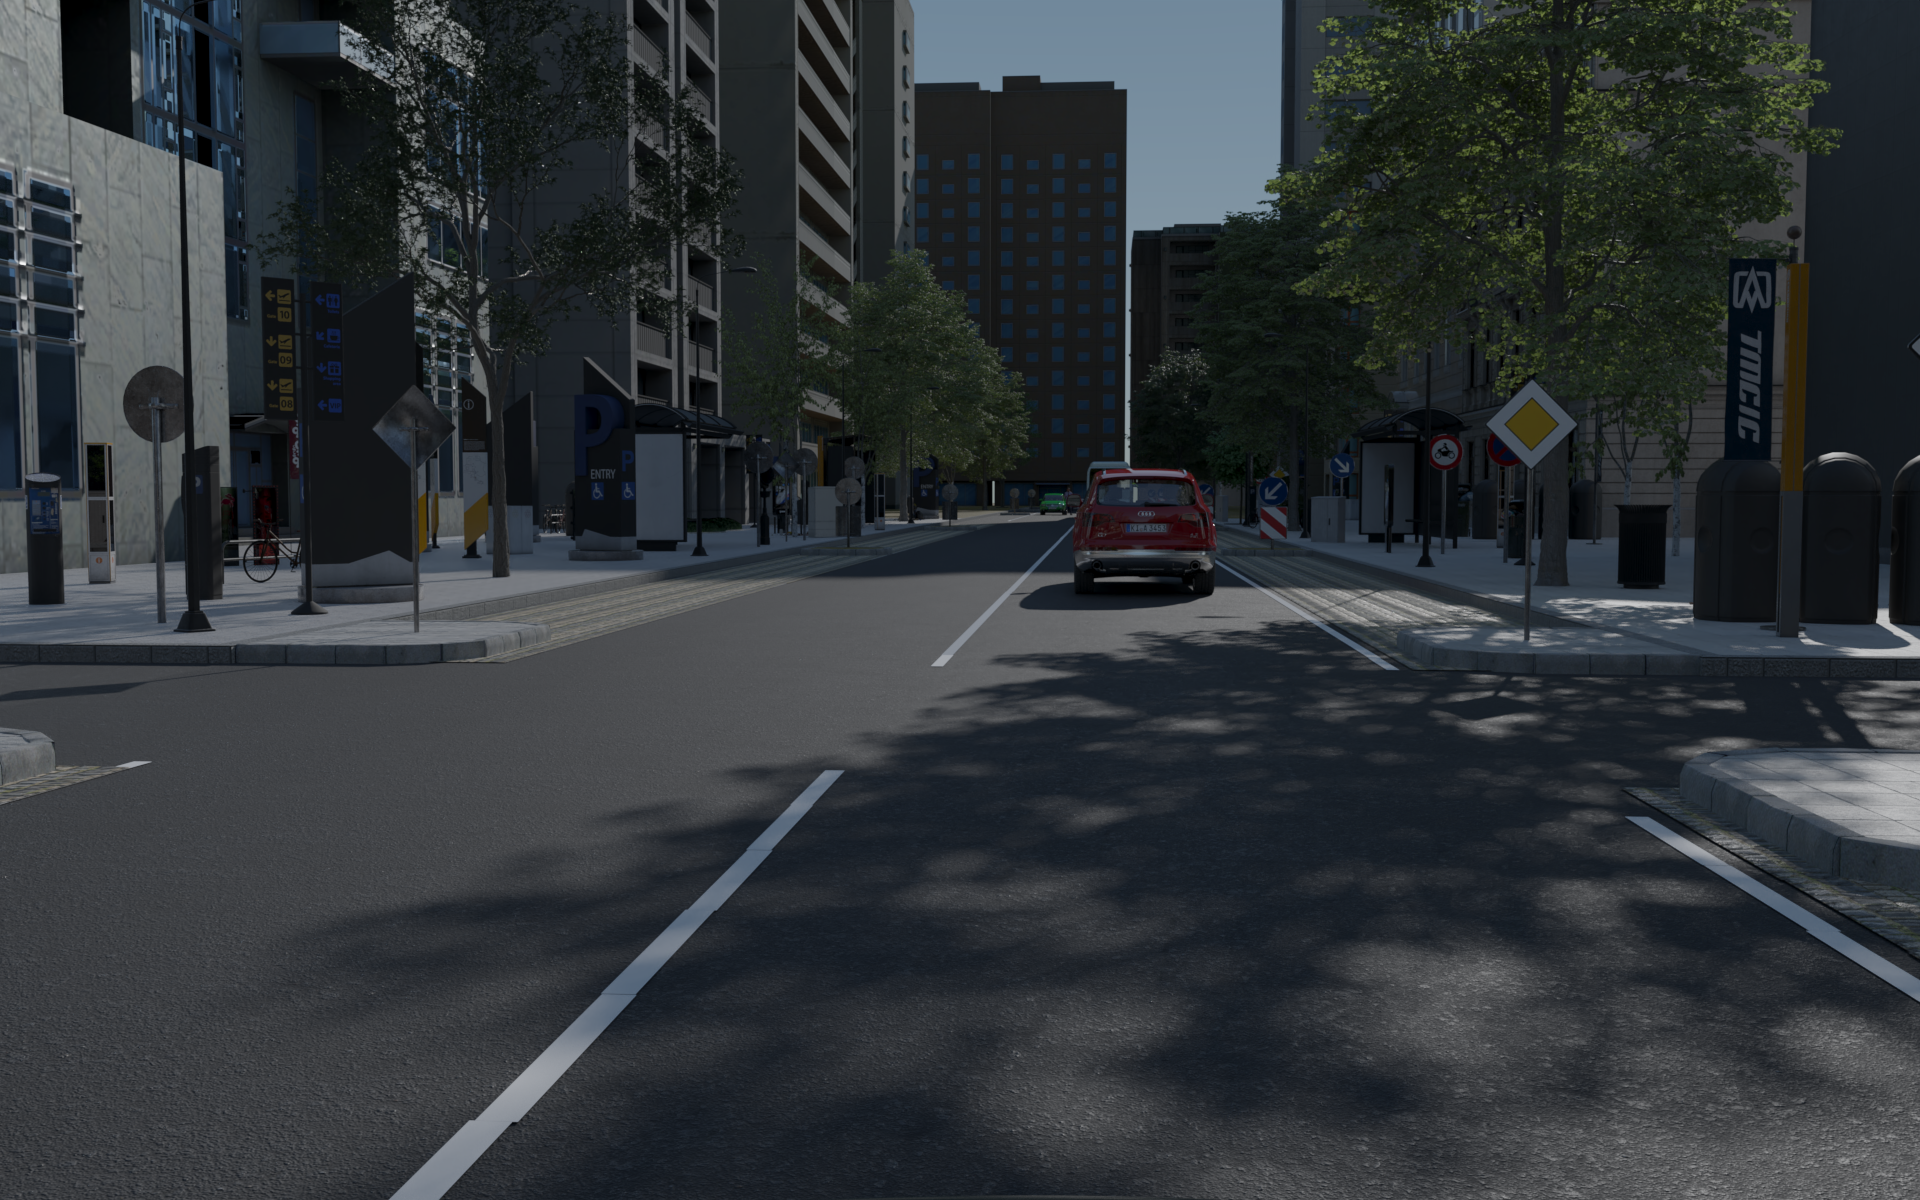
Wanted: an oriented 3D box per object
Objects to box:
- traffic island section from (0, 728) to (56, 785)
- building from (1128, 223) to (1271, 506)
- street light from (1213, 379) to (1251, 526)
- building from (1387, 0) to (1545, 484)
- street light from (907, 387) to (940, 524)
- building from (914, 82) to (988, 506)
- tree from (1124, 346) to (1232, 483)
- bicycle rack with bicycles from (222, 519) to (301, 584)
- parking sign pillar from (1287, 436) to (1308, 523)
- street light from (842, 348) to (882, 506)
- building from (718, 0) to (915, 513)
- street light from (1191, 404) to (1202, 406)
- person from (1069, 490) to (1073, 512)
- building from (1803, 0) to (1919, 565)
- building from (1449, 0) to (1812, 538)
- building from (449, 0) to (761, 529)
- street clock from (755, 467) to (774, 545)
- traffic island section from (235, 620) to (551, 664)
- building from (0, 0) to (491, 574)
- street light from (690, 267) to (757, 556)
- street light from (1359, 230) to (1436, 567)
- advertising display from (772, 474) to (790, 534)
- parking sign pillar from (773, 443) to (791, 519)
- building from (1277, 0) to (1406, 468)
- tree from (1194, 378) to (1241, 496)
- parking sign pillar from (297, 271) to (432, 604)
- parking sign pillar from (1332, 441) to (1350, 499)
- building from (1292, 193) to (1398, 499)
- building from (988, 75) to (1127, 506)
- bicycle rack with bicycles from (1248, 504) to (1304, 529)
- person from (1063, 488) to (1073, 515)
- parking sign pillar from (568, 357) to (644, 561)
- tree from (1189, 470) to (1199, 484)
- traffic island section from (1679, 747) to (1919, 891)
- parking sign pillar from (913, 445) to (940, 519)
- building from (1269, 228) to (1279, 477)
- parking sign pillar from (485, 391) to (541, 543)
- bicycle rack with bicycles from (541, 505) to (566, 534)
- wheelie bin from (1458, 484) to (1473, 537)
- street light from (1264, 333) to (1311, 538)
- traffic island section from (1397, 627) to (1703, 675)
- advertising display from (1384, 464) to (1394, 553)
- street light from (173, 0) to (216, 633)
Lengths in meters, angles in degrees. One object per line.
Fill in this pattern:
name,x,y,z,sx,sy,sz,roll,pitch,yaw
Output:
traffic island section,-5.725,0.867,8.104,2.009,0.180,2.903,0,4,5
building,25.446,-25.452,187.838,14.107,30.474,14.160,0,4,5
street light,11.006,-5.946,69.758,1.470,5.913,1.316,0,4,5
building,27.730,-17.895,78.488,13.634,28.700,20.117,0,4,5
street light,-1.588,-6.276,75.147,1.470,5.913,1.316,0,4,5
building,-3.353,-32.963,189.063,14.200,45.320,14.600,0,4,5
tree,19.036,-14.892,150.146,9.857,13.997,8.962,0,3,0
bicycle rack with bicycles,-9.216,-0.730,25.313,2.852,0.926,2.925,1,4,20
parking sign pillar,14.887,-5.346,75.871,1.447,3.967,1.447,0,4,-3
street light,-3.190,-5.063,55.314,1.470,5.913,1.316,0,4,5
building,-15.521,-32.146,149.285,21.600,48.544,21.300,0,4,5
street light,12.594,-7.151,89.452,1.470,5.913,1.316,0,4,5
person,8.533,-7.749,135.720,0.750,1.759,0.617,-2,4,-30
building,28.476,-14.274,26.886,24.014,27.812,14.314,0,4,5
building,23.765,-11.900,59.187,10.561,19.102,19.286,0,4,5
building,-19.077,-38.771,72.150,20.563,71.187,20.611,0,4,5
street clock,-4.921,-2.388,43.616,0.358,2.002,0.471,3,4,38
traffic island section,-5.058,0.380,16.061,2.009,0.180,2.903,0,4,5
building,-25.440,-44.384,38.353,22.319,86.520,31.000,0,4,5
street light,-4.854,-3.858,35.627,1.470,5.913,1.316,0,4,5
street light,7.663,-3.538,30.384,1.470,5.913,1.316,0,4,5
advertising display,-5.831,-3.136,56.482,0.123,1.923,0.974,2,4,23
parking sign pillar,-9.327,-6.131,88.709,1.447,3.967,1.447,0,4,-5
building,36.707,-36.616,140.668,21.231,58.520,28.212,0,4,5
tree,15.591,-9.310,102.576,4.360,8.622,3.978,0,3,0
parking sign pillar,-7.225,-1.977,20.789,1.447,3.967,1.447,-3,5,-39
parking sign pillar,19.209,-6.047,87.333,1.447,3.967,1.447,2,4,34
building,37.108,-16.384,112.924,27.650,21.520,28.899,0,4,5
building,10.868,-32.938,188.643,14.200,45.320,14.600,0,4,5
bicycle rack with bicycles,12.291,-3.082,63.768,2.852,0.926,2.925,-1,4,-20
person,7.306,-6.639,116.921,0.709,1.838,0.599,1,4,9
parking sign pillar,-6.916,-2.767,33.719,1.447,3.967,1.447,3,4,36
tree,17.939,-8.595,135.123,1.663,3.219,1.824,0,3,0
traffic island section,4.331,0.919,7.259,2.009,0.180,2.903,0,4,5
parking sign pillar,-1.770,-6.165,89.272,1.447,3.967,1.447,1,4,23
building,39.455,-25.344,186.083,14.107,30.474,14.160,0,4,5
parking sign pillar,-11.869,-3.511,45.878,1.447,3.967,1.447,1,4,10
bicycle rack with bicycles,-13.871,-2.669,57.024,2.852,0.926,2.925,0,4,6
wheelie bin,14.992,-2.691,51.900,0.980,1.594,0.693,1,4,19
street light,9.459,-4.741,50.061,1.470,5.913,1.316,0,4,5
traffic island section,4.997,0.432,15.216,2.009,0.180,2.903,0,4,5
advertising display,9.402,-2.004,37.982,0.123,1.923,0.974,1,4,9
street light,-6.611,-2.655,15.947,1.470,5.913,1.316,0,4,5
